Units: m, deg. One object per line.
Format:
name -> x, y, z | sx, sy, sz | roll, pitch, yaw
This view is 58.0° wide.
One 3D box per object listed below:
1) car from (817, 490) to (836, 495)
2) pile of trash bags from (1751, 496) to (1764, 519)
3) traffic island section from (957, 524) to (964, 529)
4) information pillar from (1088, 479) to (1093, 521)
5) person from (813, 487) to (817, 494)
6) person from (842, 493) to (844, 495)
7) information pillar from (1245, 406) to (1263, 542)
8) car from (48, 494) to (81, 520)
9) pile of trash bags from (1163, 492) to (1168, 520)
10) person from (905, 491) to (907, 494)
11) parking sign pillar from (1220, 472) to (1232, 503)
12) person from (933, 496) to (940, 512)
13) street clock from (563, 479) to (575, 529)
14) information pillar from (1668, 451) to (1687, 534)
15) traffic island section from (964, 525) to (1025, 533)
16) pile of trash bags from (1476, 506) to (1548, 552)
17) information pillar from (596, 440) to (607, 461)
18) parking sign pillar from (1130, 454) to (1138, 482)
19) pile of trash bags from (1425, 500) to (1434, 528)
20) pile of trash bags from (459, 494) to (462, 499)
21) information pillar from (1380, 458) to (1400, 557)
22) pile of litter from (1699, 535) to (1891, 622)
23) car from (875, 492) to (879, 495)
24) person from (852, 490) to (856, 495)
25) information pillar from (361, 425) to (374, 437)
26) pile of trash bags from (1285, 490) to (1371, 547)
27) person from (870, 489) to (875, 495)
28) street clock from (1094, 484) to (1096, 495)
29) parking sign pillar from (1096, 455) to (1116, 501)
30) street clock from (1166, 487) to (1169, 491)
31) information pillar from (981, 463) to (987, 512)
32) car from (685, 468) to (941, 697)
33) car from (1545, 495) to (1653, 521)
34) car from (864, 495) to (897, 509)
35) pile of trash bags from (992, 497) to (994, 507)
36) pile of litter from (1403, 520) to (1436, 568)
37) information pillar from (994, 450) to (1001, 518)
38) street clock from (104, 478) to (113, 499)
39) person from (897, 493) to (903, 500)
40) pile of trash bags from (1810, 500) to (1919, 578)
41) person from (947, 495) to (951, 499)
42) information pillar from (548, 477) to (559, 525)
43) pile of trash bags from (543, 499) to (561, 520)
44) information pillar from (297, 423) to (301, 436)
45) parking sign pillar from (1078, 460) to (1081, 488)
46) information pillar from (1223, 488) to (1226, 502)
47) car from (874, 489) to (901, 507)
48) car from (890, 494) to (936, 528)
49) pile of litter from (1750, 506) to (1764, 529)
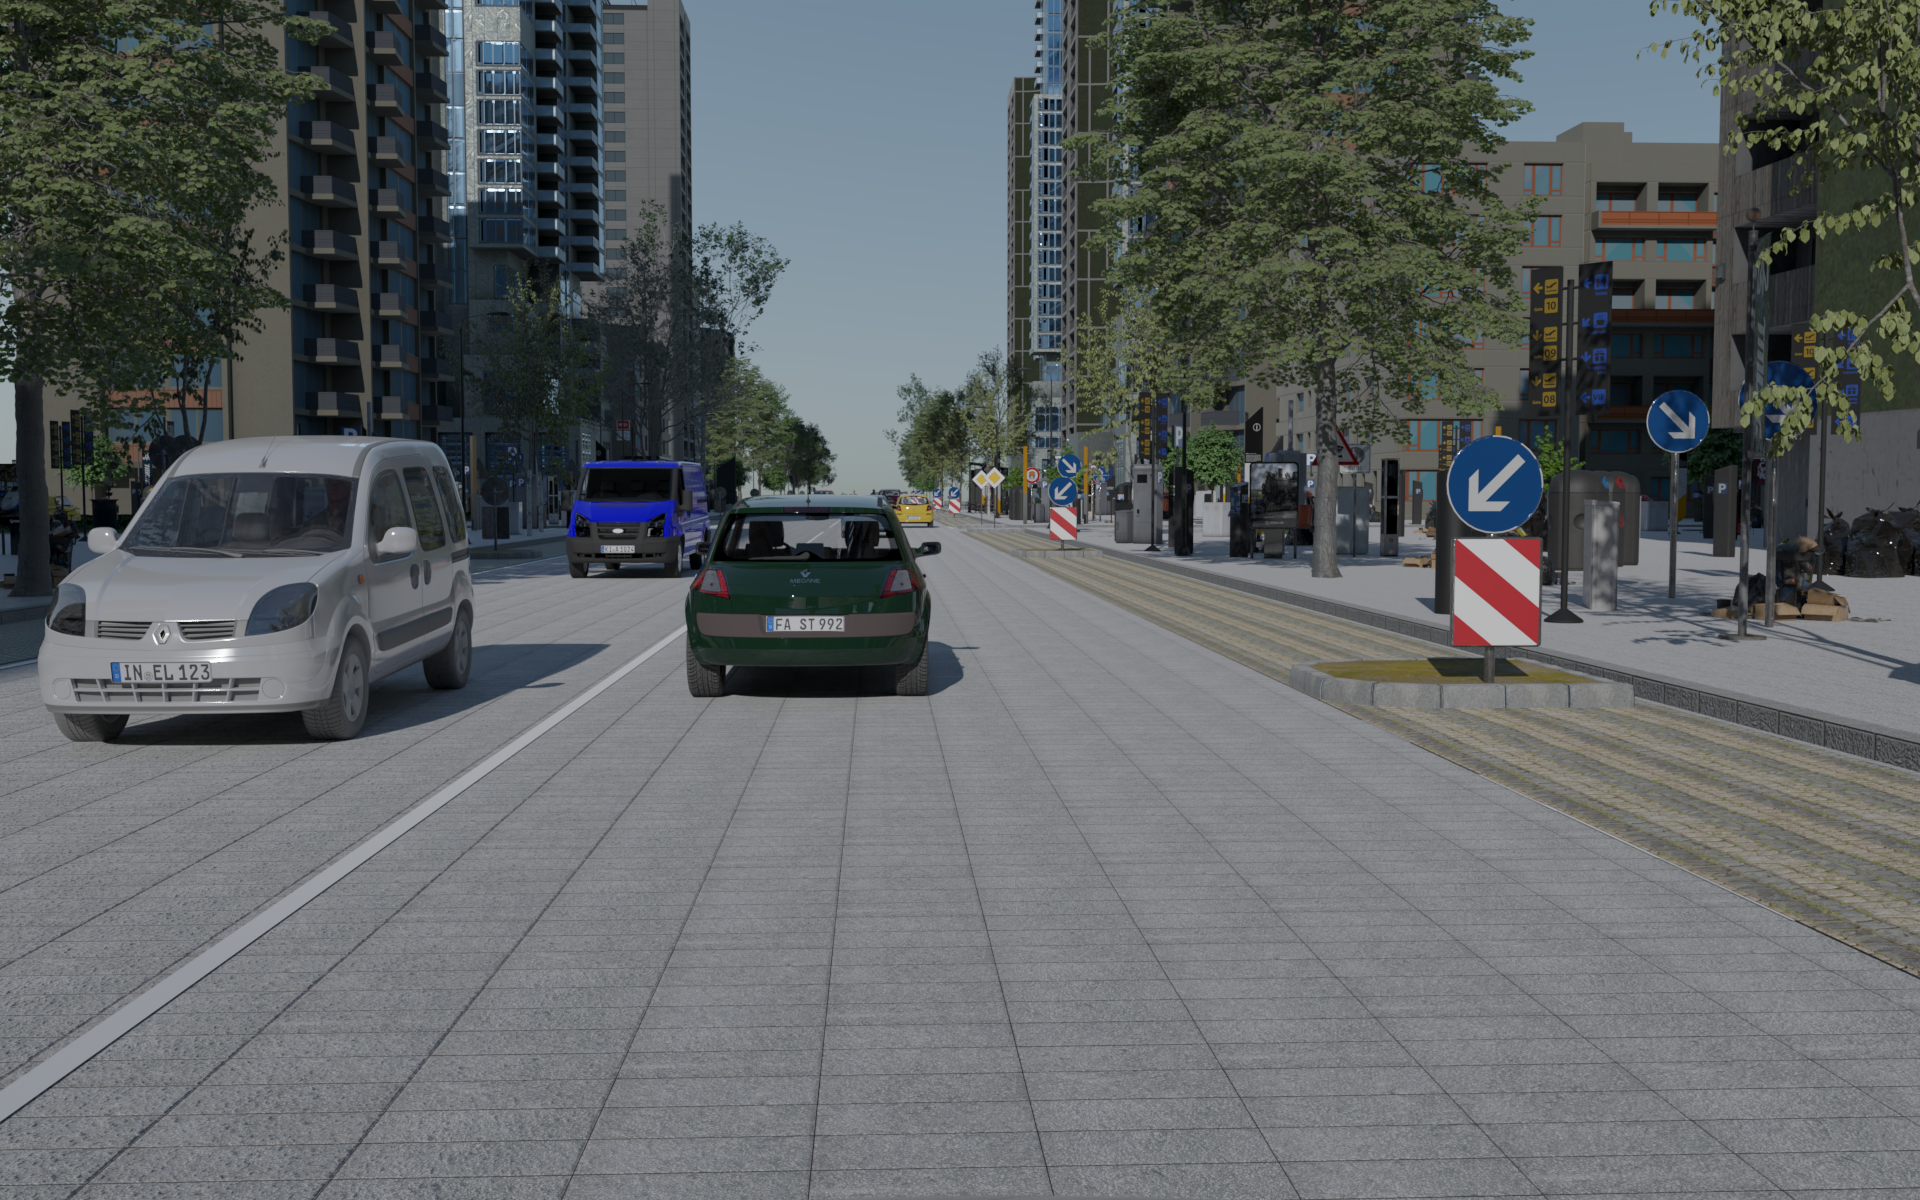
car -> -12.618, -9.338, 161.349 | 2.281, 1.827, 5.304 | 0, 4, -1
pile of trash bags -> 38.005, -4.472, 82.877 | 3.447, 1.369, 1.912 | 1, 4, 21
traffic island section -> 0.926, -3.076, 72.569 | 2.009, 0.180, 2.903 | 0, 4, -3
information pillar -> 6.066, -4.696, 81.264 | 0.304, 2.012, 0.304 | 0, 4, 7
person -> -8.902, -6.021, 106.808 | 0.748, 1.841, 0.638 | 1, 4, 22
person -> -19.549, -17.189, 290.344 | 0.445, 1.727, 0.742 | 3, 5, 41
information pillar -> 7.891, -3.369, 46.441 | 0.504, 3.616, 0.183 | 2, 4, 30
car -> -36.133, -3.458, 66.757 | 3.980, 1.641, 2.015 | 0, 4, -2
pile of trash bags -> 9.902, -4.692, 86.459 | 1.912, 1.369, 3.447 | -1, 4, -10
person -> -5.690, -10.505, 180.976 | 1.217, 1.735, 0.721 | 2, 4, 24
parking sign pillar -> 13.304, -6.002, 86.612 | 1.447, 3.967, 1.447 | 0, 4, -1
person -> -1.877, -7.808, 137.006 | 0.563, 1.720, 0.643 | -1, 4, -14
street clock -> -14.501, -3.654, 64.315 | 0.358, 2.002, 0.471 | 1, 4, 19
information pillar -> 22.970, -3.916, 55.380 | 0.504, 3.616, 0.183 | 0, 4, 3
traffic island section -> 1.307, -2.588, 64.593 | 2.009, 0.180, 2.903 | 0, 4, -3
pile of trash bags -> 13.219, -1.771, 38.716 | 3.447, 1.369, 1.912 | -1, 4, -9
information pillar -> -15.556, -5.122, 75.098 | 0.504, 3.616, 0.183 | 1, 4, 9
parking sign pillar -> 11.880, -7.812, 116.195 | 1.447, 3.967, 1.447 | -1, 4, -17
pile of trash bags -> 18.352, -3.160, 61.416 | 3.447, 1.369, 1.912 | 0, 4, -3
pile of trash bags -> -26.433, -4.679, 86.254 | 3.447, 1.369, 1.912 | 1, 4, 12
information pillar -> 8.825, -1.900, 35.562 | 0.304, 2.012, 0.304 | 0, 4, -4
pile of litter -> 8.584, -0.234, 17.791 | 1.719, 0.858, 1.176 | 3, 5, 43
car -> -14.345, -17.681, 297.759 | 2.281, 1.827, 5.304 | 0, 4, -3
person -> -11.186, -10.730, 183.810 | 0.709, 1.838, 0.599 | -3, 5, -40
information pillar -> -20.263, -4.158, 59.345 | 0.504, 3.616, 0.183 | -3, 5, -42
pile of trash bags -> 8.918, -2.044, 43.174 | 1.912, 1.369, 3.447 | 2, 4, 24
person -> -6.508, -7.521, 131.651 | 0.590, 1.801, 0.661 | -3, 5, -39
street clock -> 8.404, -6.301, 107.583 | 0.471, 2.002, 0.358 | 1, 4, 23
parking sign pillar -> 9.788, -7.825, 116.407 | 1.447, 3.967, 1.447 | -2, 4, -24
street clock -> 11.596, -5.560, 95.480 | 0.471, 2.002, 0.358 | 3, 5, 40
information pillar -> 1.786, -8.238, 126.048 | 0.504, 3.616, 0.183 | -2, 4, -32
car -> -1.132, -0.236, 13.644 | 2.009, 1.686, 4.222 | 0, 4, -3
car -> 25.630, -3.677, 69.163 | 4.494, 1.783, 2.155 | 0, 4, -4
car -> -3.089, -2.799, 57.760 | 2.014, 1.417, 4.499 | 0, 4, -3
pile of trash bags -> 2.779, -7.863, 138.309 | 3.447, 1.369, 1.912 | 0, 4, -6
pile of litter -> 8.335, -0.997, 30.261 | 1.176, 0.858, 1.719 | 0, 4, 8
information pillar -> 1.998, -6.210, 92.894 | 0.183, 3.616, 0.504 | 3, 4, 38
street clock -> -38.026, -4.454, 77.386 | 0.358, 2.002, 0.471 | 0, 4, -4
person -> -3.622, -5.751, 105.127 | 0.503, 1.515, 0.523 | -2, 4, -29
pile of trash bags -> 15.269, -1.060, 27.077 | 3.447, 1.369, 1.912 | 0, 4, 7
person -> -1.351, -13.522, 229.460 | 0.709, 1.838, 0.599 | -1, 4, -18
information pillar -> -17.112, -4.185, 72.911 | 0.304, 2.012, 0.304 | 2, 4, 30
pile of trash bags -> -19.588, -4.696, 86.530 | 1.912, 1.369, 3.447 | 1, 4, 15
information pillar -> -21.825, -4.031, 57.268 | 0.183, 3.616, 0.504 | -2, 4, -26
parking sign pillar -> 8.983, -8.986, 135.389 | 1.447, 3.967, 1.447 | 2, 4, 29
information pillar -> 12.889, -5.690, 84.380 | 0.183, 3.616, 0.504 | 1, 4, 11
car -> -4.895, -6.880, 121.169 | 2.281, 1.827, 5.304 | 0, 4, -2
car -> -2.018, -3.942, 74.677 | 2.015, 1.641, 3.980 | 0, 4, -2
pile of litter -> 29.718, -3.109, 64.796 | 1.719, 0.858, 1.176 | 2, 4, 31
